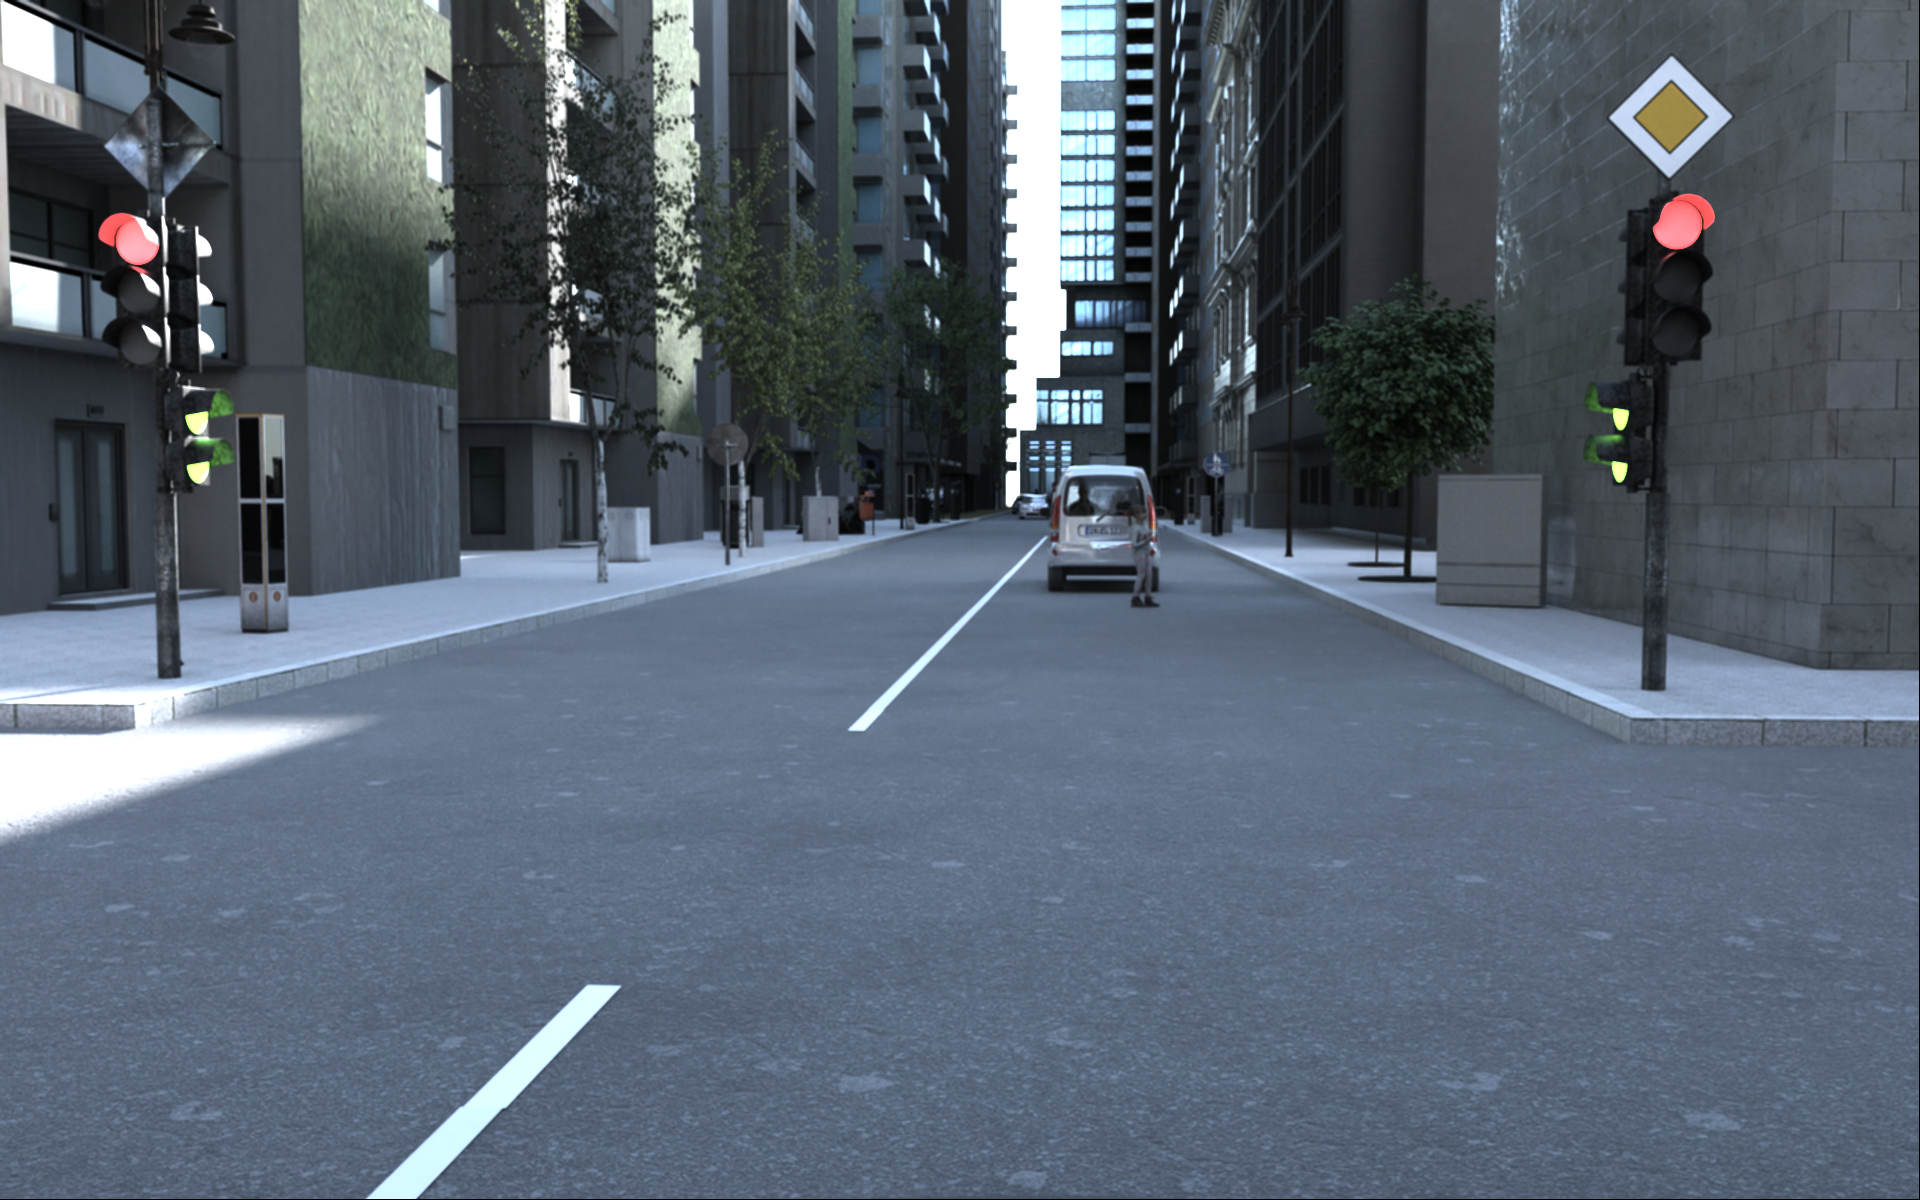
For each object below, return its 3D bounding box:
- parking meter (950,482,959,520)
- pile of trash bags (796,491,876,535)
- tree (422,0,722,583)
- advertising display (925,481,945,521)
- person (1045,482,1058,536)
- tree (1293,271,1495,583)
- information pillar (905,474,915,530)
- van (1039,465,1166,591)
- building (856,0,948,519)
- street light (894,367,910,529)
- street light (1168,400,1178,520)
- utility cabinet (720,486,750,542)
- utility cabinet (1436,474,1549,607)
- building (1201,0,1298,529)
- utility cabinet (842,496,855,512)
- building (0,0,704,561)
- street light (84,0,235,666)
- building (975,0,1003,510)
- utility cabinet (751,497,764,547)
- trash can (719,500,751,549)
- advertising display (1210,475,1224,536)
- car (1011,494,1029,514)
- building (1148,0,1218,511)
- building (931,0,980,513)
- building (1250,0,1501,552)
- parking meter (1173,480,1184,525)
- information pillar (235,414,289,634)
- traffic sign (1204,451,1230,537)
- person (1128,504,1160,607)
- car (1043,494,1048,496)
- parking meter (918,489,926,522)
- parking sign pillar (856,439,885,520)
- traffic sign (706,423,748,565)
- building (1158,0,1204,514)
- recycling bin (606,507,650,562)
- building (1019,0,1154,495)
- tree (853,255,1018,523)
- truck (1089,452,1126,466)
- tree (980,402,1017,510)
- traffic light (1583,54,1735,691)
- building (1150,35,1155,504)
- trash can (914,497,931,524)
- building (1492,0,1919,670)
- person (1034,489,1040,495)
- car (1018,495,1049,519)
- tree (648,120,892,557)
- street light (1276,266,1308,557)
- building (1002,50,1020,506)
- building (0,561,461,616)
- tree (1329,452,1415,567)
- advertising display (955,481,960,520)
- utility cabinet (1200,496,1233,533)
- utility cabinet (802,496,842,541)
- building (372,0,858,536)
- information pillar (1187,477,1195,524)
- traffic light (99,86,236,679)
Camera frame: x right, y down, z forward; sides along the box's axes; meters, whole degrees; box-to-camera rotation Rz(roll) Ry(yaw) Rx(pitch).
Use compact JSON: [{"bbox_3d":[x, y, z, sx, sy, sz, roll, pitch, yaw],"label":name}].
[{"bbox_3d":[-0.269,-4.864,85.245,0.255,1.863,0.399,-3,5,-42],"label":"parking meter"},{"bbox_3d":[-3.708,-2.761,54.901,1.912,1.369,3.447,-3,4,-36],"label":"pile of trash bags"},{"bbox_3d":[-5.243,-4.544,24.657,4.360,8.622,3.978,0,3,0],"label":"tree"},{"bbox_3d":[-1.207,-4.810,83.858,0.974,1.923,0.123,1,4,21],"label":"advertising display"},{"bbox_3d":[3.183,-2.980,57.213,0.794,1.824,0.713,2,4,32],"label":"person"},{"bbox_3d":[6.588,-2.565,25.652,4.285,4.588,4.351,0,3,0],"label":"tree"},{"bbox_3d":[-1.800,-3.522,62.075,0.304,2.012,0.304,-1,4,-10],"label":"information pillar"},{"bbox_3d":[2.216,-1.216,26.900,2.013,2.044,4.112,0,4,4],"label":"van"},{"bbox_3d":[-12.403,-29.530,102.425,23.786,49.044,30.456,0,4,4],"label":"building"},{"bbox_3d":[-2.131,-5.539,63.358,0.468,5.910,1.993,0,4,4],"label":"street light"},{"bbox_3d":[10.489,-6.888,85.407,0.468,5.910,1.993,0,4,4],"label":"street light"},{"bbox_3d":[-6.004,-2.289,46.096,0.318,1.500,1.173,-2,4,-34],"label":"utility cabinet"},{"bbox_3d":[6.073,-0.678,19.772,1.173,1.500,0.318,2,4,32],"label":"utility cabinet"},{"bbox_3d":[17.865,-17.516,73.780,14.401,28.519,23.554,0,4,4],"label":"building"},{"bbox_3d":[-3.900,-3.003,60.255,0.306,1.237,1.020,-1,4,-19],"label":"utility cabinet"},{"bbox_3d":[-14.751,-21.883,41.383,14.154,41.232,14.086,0,4,4],"label":"building"},{"bbox_3d":[-5.904,-2.446,12.772,0.468,5.910,1.993,0,4,4],"label":"street light"},{"bbox_3d":[-6.982,-43.589,150.926,20.611,71.187,20.563,0,4,4],"label":"building"},{"bbox_3d":[-4.931,-1.901,42.239,0.306,1.237,1.020,0,4,-7],"label":"utility cabinet"},{"bbox_3d":[-5.301,-1.789,40.907,0.748,1.137,0.748,0,3,0],"label":"trash can"},{"bbox_3d":[7.900,-2.933,53.167,0.123,1.923,0.974,2,4,27],"label":"advertising display"},{"bbox_3d":[4.664,-6.865,124.245,2.014,1.417,4.499,0,4,4],"label":"car"},{"bbox_3d":[22.628,-29.893,138.865,14.600,45.320,14.200,0,4,4],"label":"building"},{"bbox_3d":[-5.863,-29.045,124.998,14.600,45.320,14.200,0,4,4],"label":"building"},{"bbox_3d":[16.594,-15.643,49.272,14.314,27.812,24.014,0,4,4],"label":"building"},{"bbox_3d":[9.120,-4.070,72.253,0.399,1.863,0.255,1,4,18],"label":"parking meter"},{"bbox_3d":[-6.451,-0.705,16.019,0.304,2.012,0.304,1,4,19],"label":"information pillar"},{"bbox_3d":[7.664,-3.156,51.700,0.768,2.556,0.104,1,4,11],"label":"traffic sign"},{"bbox_3d":[2.334,-0.560,21.930,0.394,1.301,0.425,1,4,18],"label":"person"},{"bbox_3d":[7.099,-7.771,136.849,2.009,1.686,4.222,0,4,6],"label":"car"},{"bbox_3d":[-1.750,-4.368,79.833,0.372,1.533,0.369,0,3,0],"label":"parking meter"},{"bbox_3d":[-4.445,-5.943,85.642,1.447,3.967,1.447,-2,4,-24],"label":"parking sign pillar"},{"bbox_3d":[-4.195,-1.901,31.191,0.768,2.556,0.104,0,4,6],"label":"traffic sign"},{"bbox_3d":[25.729,-30.371,116.174,23.786,49.044,30.456,0,4,4],"label":"building"},{"bbox_3d":[-6.323,-1.240,32.836,0.722,1.027,0.722,1,4,9],"label":"recycling bin"},{"bbox_3d":[22.147,-53.033,179.765,31.000,86.520,22.319,0,4,4],"label":"building"},{"bbox_3d":[-1.168,-9.247,76.938,9.928,11.665,9.643,0,3,0],"label":"tree"},{"bbox_3d":[10.344,-8.082,121.059,2.839,4.237,11.283,0,4,5],"label":"truck"},{"bbox_3d":[2.722,-11.366,136.200,4.360,8.622,3.978,0,3,0],"label":"tree"},{"bbox_3d":[4.531,-1.366,11.247,0.839,4.253,0.868,0,4,4],"label":"traffic light"},{"bbox_3d":[23.935,-28.713,153.048,14.154,41.232,14.086,0,4,4],"label":"building"},{"bbox_3d":[-1.594,-3.794,73.682,0.748,1.137,0.748,0,3,0],"label":"trash can"},{"bbox_3d":[15.041,-9.897,16.574,16.860,20.320,10.420,0,4,4],"label":"building"},{"bbox_3d":[6.643,-8.725,150.785,1.348,1.869,0.705,3,4,38],"label":"person"},{"bbox_3d":[4.354,-5.336,99.608,2.083,1.381,4.827,0,4,3],"label":"car"},{"bbox_3d":[-4.188,-5.168,34.861,4.737,8.622,4.395,0,3,0],"label":"tree"},{"bbox_3d":[6.746,-3.826,35.337,0.468,5.910,1.993,0,4,4],"label":"street light"},{"bbox_3d":[-8.904,-34.478,183.325,30.456,49.044,23.786,0,4,4],"label":"building"},{"bbox_3d":[-15.255,-20.533,19.316,14.154,41.232,14.086,0,4,4],"label":"building"},{"bbox_3d":[7.562,-2.218,30.870,1.663,3.219,1.824,0,3,0],"label":"tree"},{"bbox_3d":[-0.121,-4.942,86.022,0.123,1.923,0.974,-1,4,-10],"label":"advertising display"},{"bbox_3d":[8.470,-2.814,57.166,1.020,1.237,0.306,-1,4,-11],"label":"utility cabinet"},{"bbox_3d":[-3.794,-2.207,47.248,1.020,1.237,0.306,-3,5,-39],"label":"utility cabinet"},{"bbox_3d":[-11.686,-23.221,63.261,14.154,41.232,14.086,0,4,4],"label":"building"},{"bbox_3d":[9.783,-4.208,73.296,0.304,2.012,0.304,0,4,4],"label":"information pillar"},{"bbox_3d":[-5.504,-1.410,11.974,0.839,4.253,0.868,0,4,4],"label":"traffic light"}]
